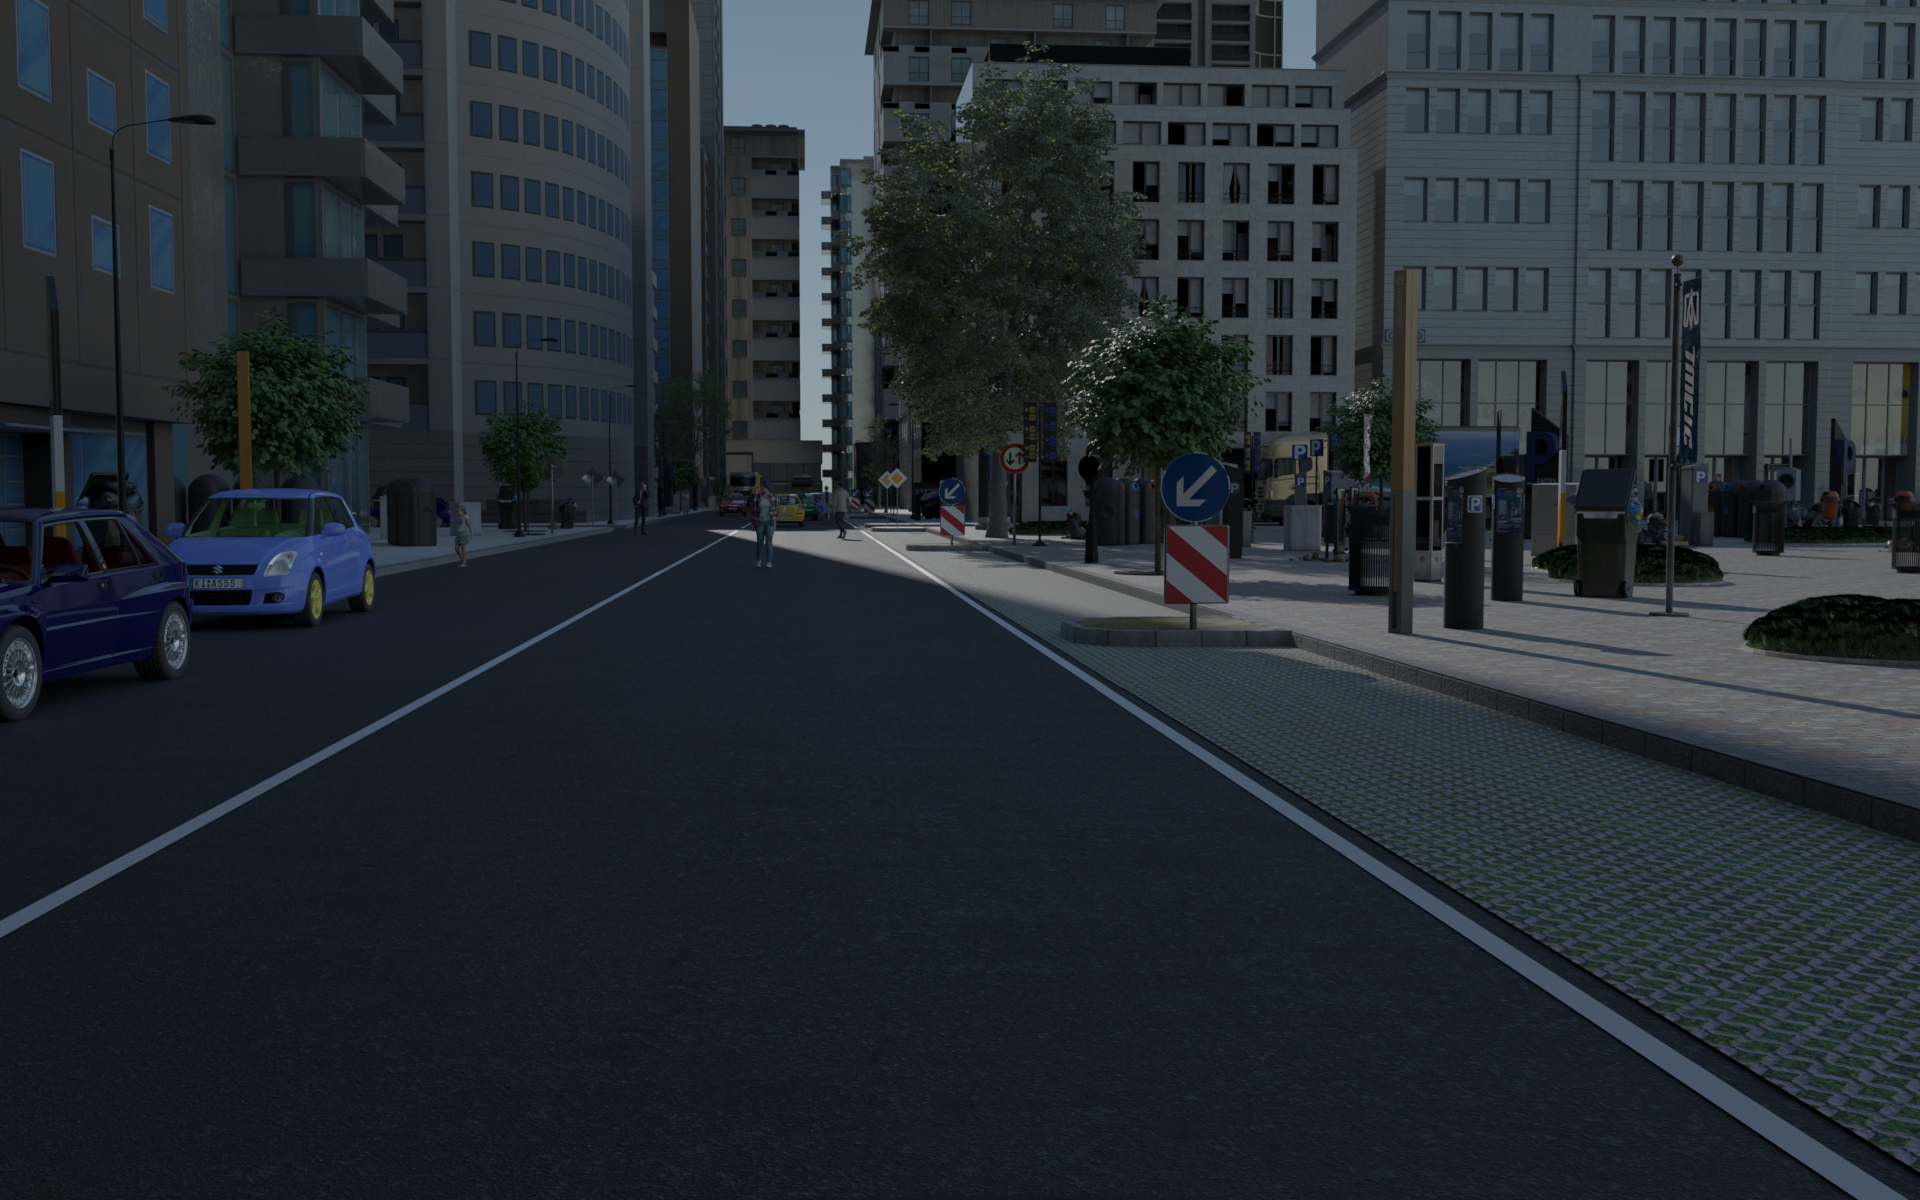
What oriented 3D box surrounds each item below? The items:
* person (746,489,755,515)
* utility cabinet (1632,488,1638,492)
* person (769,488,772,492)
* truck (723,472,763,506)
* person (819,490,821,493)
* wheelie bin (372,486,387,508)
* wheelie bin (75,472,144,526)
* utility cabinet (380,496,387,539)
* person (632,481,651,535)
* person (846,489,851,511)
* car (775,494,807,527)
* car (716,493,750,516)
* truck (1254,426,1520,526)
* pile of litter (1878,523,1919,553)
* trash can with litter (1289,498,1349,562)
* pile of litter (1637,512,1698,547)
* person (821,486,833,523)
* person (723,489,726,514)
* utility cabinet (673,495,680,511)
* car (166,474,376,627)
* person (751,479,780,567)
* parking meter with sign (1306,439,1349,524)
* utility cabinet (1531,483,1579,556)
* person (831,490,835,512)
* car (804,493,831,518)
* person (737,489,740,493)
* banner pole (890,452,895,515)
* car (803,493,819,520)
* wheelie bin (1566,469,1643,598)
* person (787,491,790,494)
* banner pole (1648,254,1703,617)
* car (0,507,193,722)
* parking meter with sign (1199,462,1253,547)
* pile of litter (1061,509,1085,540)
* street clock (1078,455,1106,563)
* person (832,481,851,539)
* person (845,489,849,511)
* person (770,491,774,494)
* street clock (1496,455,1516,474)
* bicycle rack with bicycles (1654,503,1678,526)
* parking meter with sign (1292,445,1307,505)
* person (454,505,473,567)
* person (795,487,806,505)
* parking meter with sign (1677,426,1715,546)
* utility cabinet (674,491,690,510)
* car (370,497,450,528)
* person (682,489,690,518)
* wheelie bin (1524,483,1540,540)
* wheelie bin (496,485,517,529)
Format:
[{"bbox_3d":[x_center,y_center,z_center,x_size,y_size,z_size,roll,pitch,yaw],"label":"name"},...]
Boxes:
[{"bbox_3d":[-14.448,-6.808,120.158,0.721,1.781,0.623,0,4,7],"label":"person"},{"bbox_3d":[24.869,-3.459,65.230,1.173,1.500,0.318,3,5,44],"label":"utility cabinet"},{"bbox_3d":[-12.082,-6.217,110.023,0.818,1.842,0.514,-1,4,-18],"label":"person"},{"bbox_3d":[-19.270,-9.765,155.583,3.469,3.379,9.791,0,4,-4],"label":"truck"},{"bbox_3d":[-15.710,-11.387,194.545,0.709,1.838,0.599,1,4,10],"label":"person"},{"bbox_3d":[-24.024,-3.928,72.133,0.980,1.594,0.693,3,4,39],"label":"wheelie bin"},{"bbox_3d":[-12.168,-1.039,24.891,0.693,1.594,0.980,1,4,22],"label":"wheelie bin"},{"bbox_3d":[-15.962,-2.333,49.299,1.020,1.237,0.306,-1,4,-13],"label":"utility cabinet"},{"bbox_3d":[-11.301,-3.281,61.502,0.648,1.900,0.474,-1,4,-16],"label":"person"},{"bbox_3d":[-8.355,-7.327,128.577,0.850,1.792,0.678,-2,4,-34],"label":"person"},{"bbox_3d":[-7.762,-4.065,76.694,2.015,1.641,3.980,0,4,-6],"label":"car"},{"bbox_3d":[-14.926,-6.413,113.896,2.155,1.783,4.494,0,4,-7],"label":"car"},{"bbox_3d":[17.393,-5.099,72.289,11.283,4.237,2.839,0,4,-4],"label":"truck"},{"bbox_3d":[21.158,-1.501,38.506,1.719,0.858,1.176,-1,4,-9],"label":"pile of litter"},{"bbox_3d":[7.153,-1.370,33.451,1.678,1.210,2.233,0,4,-6],"label":"trash can with litter"},{"bbox_3d":[16.894,-1.685,41.520,1.719,0.858,1.176,0,4,-2],"label":"pile of litter"},{"bbox_3d":[-6.597,-4.704,85.297,0.514,1.842,0.818,-2,4,-31],"label":"person"},{"bbox_3d":[-16.684,-6.912,122.081,0.524,1.755,0.480,0,4,-2],"label":"person"},{"bbox_3d":[-19.549,-6.520,117.767,1.020,1.237,0.306,-3,5,-44],"label":"utility cabinet"},{"bbox_3d":[-7.893,-0.621,19.743,1.945,1.707,3.694,0,4,-6],"label":"car"},{"bbox_3d":[-3.810,-1.505,33.948,0.563,1.720,0.643,0,4,0],"label":"person"},{"bbox_3d":[12.039,-3.622,55.488,1.738,3.016,0.543,-2,4,-31],"label":"parking meter with sign"},{"bbox_3d":[11.949,-1.585,34.598,0.318,1.500,1.173,-2,4,-26],"label":"utility cabinet"},{"bbox_3d":[-10.168,-7.948,138.722,0.678,1.792,0.850,-2,4,-33],"label":"person"},{"bbox_3d":[-8.816,-5.892,105.920,1.945,1.707,3.694,0,4,-5],"label":"car"},{"bbox_3d":[-17.332,-7.750,135.308,0.391,1.810,0.635,-1,4,-19],"label":"person"},{"bbox_3d":[-4.041,-6.946,103.580,0.401,3.779,0.863,1,4,15],"label":"banner pole"},{"bbox_3d":[-8.736,-5.295,95.372,1.959,1.807,4.718,0,4,-5],"label":"car"},{"bbox_3d":[8.060,-0.840,21.640,0.980,1.594,0.693,3,4,36],"label":"wheelie bin"},{"bbox_3d":[-17.800,-10.366,178.509,0.721,1.766,1.217,-2,4,-27],"label":"person"},{"bbox_3d":[7.486,-1.709,17.955,0.401,3.779,0.863,0,4,1],"label":"banner pole"},{"bbox_3d":[-6.848,0.031,12.072,1.945,1.354,3.894,0,4,-3],"label":"car"},{"bbox_3d":[6.277,-2.756,41.316,1.738,3.016,0.543,-3,5,-42],"label":"parking meter with sign"},{"bbox_3d":[3.474,-2.173,49.499,1.176,0.858,1.719,0,4,3],"label":"pile of litter"},{"bbox_3d":[2.449,-1.690,32.199,0.471,2.002,0.358,3,4,37],"label":"street clock"},{"bbox_3d":[-3.784,-2.893,55.641,0.661,1.843,0.795,-3,5,-39],"label":"person"},{"bbox_3d":[-9.089,-7.884,137.505,0.767,1.812,0.694,-1,4,-10],"label":"person"},{"bbox_3d":[-10.540,-5.326,97.398,0.330,1.601,0.589,0,4,0],"label":"person"},{"bbox_3d":[10.020,-1.667,31.828,0.358,2.002,0.471,0,4,0],"label":"street clock"},{"bbox_3d":[27.967,-3.209,65.857,2.852,0.926,2.925,0,4,2],"label":"bicycle rack with bicycles"},{"bbox_3d":[11.807,-3.909,60.176,0.543,3.016,1.738,1,4,10],"label":"parking meter with sign"},{"bbox_3d":[-9.730,-1.259,34.100,0.505,1.210,0.382,2,4,33],"label":"person"},{"bbox_3d":[-8.198,-4.898,88.765,0.592,1.802,0.473,3,4,36],"label":"person"},{"bbox_3d":[18.376,-2.881,43.357,0.543,3.016,1.738,0,4,0],"label":"parking meter with sign"},{"bbox_3d":[-21.493,-7.655,133.832,1.173,1.500,0.318,-2,4,-29],"label":"utility cabinet"},{"bbox_3d":[-22.271,-3.490,69.640,3.894,1.354,1.945,0,4,-7],"label":"car"},{"bbox_3d":[-16.099,-5.677,101.895,0.480,1.755,0.524,-2,4,-29],"label":"person"},{"bbox_3d":[16.226,-2.516,49.052,0.980,1.594,0.693,-3,4,-36],"label":"wheelie bin"},{"bbox_3d":[-16.491,-3.386,63.262,0.980,1.594,0.693,1,4,9],"label":"wheelie bin"}]
